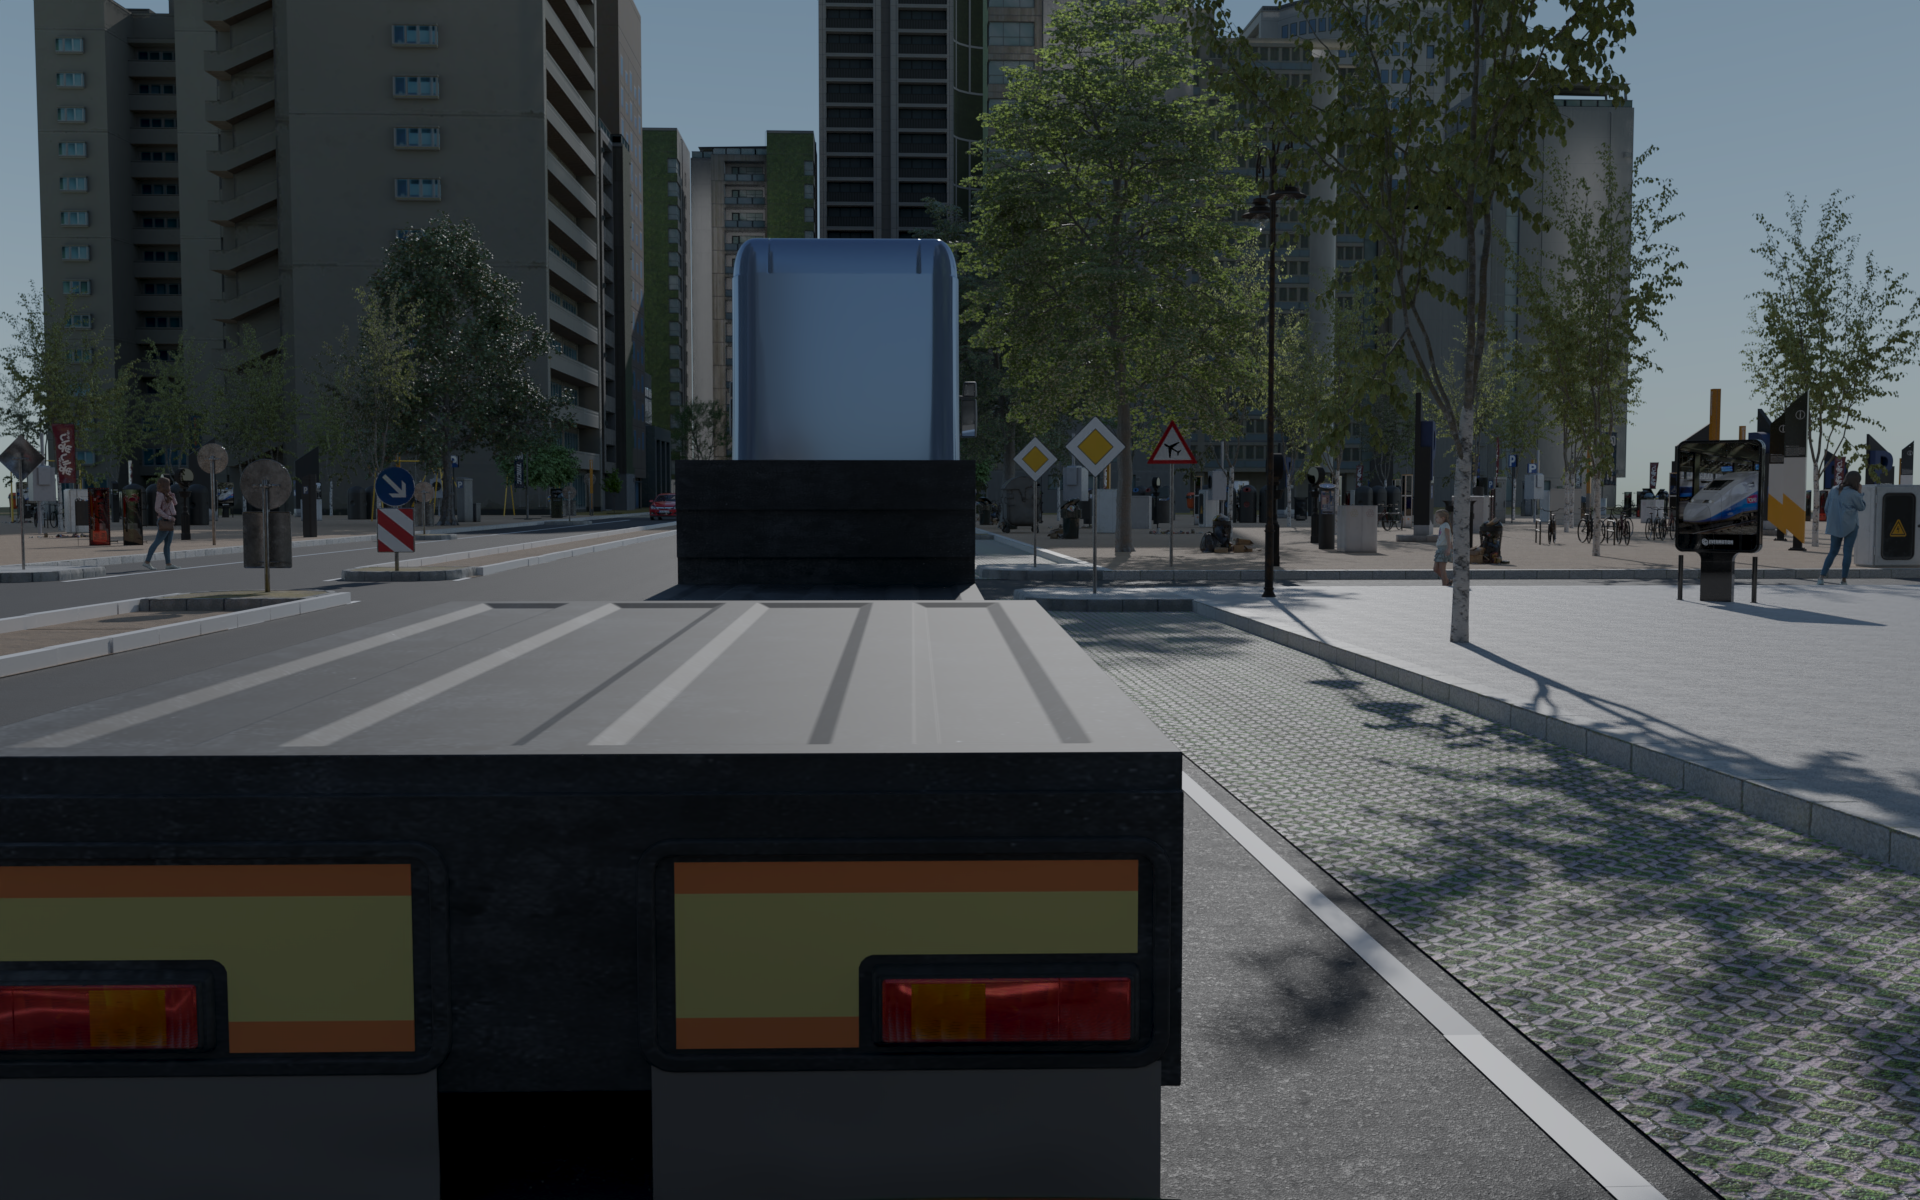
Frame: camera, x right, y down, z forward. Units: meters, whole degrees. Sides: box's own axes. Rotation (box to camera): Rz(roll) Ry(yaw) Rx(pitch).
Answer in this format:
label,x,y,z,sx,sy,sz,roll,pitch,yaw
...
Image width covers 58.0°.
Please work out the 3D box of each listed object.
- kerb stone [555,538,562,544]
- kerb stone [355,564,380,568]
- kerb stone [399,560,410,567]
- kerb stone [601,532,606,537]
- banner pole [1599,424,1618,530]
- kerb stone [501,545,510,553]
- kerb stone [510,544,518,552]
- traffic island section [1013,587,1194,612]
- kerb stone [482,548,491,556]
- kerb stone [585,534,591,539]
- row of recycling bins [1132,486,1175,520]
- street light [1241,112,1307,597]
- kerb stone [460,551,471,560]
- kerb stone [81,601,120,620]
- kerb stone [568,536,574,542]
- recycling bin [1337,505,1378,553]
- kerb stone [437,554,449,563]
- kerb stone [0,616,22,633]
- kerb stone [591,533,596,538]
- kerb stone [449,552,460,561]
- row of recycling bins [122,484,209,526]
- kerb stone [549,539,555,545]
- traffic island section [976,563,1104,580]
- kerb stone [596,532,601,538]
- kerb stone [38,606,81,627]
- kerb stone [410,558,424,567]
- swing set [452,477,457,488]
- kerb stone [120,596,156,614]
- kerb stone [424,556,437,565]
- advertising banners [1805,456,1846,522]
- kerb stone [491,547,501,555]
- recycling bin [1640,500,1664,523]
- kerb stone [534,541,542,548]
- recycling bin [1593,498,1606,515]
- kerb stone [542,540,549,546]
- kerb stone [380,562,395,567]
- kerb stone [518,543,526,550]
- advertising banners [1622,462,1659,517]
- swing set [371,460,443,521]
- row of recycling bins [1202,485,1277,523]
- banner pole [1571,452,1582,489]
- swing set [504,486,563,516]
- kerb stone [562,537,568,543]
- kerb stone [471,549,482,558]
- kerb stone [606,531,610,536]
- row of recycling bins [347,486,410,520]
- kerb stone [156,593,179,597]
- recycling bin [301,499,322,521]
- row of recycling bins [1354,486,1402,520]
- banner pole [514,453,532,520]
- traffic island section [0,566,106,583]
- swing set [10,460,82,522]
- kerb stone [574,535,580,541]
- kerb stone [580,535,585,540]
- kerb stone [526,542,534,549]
label,x,y,z,sx,sy,sz,roll,pitch,yaw
kerb stone,-11.534,-1.651,49.191,0.120,0.150,1.000,0,4,-3
kerb stone,-10.554,-0.520,30.758,0.120,0.150,1.000,0,4,-3
kerb stone,-10.662,-0.649,32.806,0.120,0.150,1.000,0,4,-3
kerb stone,-11.964,-2.152,57.382,0.120,0.150,1.000,0,4,-3
banner pole,22.978,-4.380,61.637,0.863,3.779,0.401,0,4,-7
kerb stone,-11.150,-1.212,42.014,0.120,0.150,1.000,0,4,-3
kerb stone,-11.201,-1.275,43.048,0.120,0.150,1.000,0,4,-3
traffic island section,1.758,-0.005,22.369,2.009,0.180,2.903,0,4,-3
kerb stone,-11.043,-1.086,39.966,0.120,0.150,1.000,0,4,-3
kerb stone,-11.807,-1.965,54.319,0.120,0.150,1.000,0,4,-3
row of recycling bins,9.159,-4.780,85.264,1.069,1.692,3.534,-3,5,-44
street light,3.851,-2.975,21.423,0.468,5.910,1.993,0,4,-3
kerb stone,-10.934,-0.962,37.924,0.120,0.150,1.000,0,4,-3
kerb stone,-9.989,0.137,19.959,0.120,0.150,1.000,0,4,-3
kerb stone,-11.646,-1.773,51.245,0.120,0.150,1.000,0,4,-3
recycling bin,8.773,-1.573,38.267,0.722,1.027,0.722,0,4,-3
kerb stone,-10.823,-0.830,35.876,0.120,0.150,1.000,0,4,-3
kerb stone,-9.864,0.269,17.916,0.120,0.150,1.000,0,4,-3
kerb stone,-11.861,-2.027,55.341,0.120,0.150,1.000,0,4,-3
kerb stone,-10.877,-0.899,36.896,0.120,0.150,1.000,0,4,-3
row of recycling bins,-32.176,-3.864,70.281,1.069,1.692,3.534,2,4,35
kerb stone,-11.472,-1.588,48.167,0.120,0.150,1.000,0,4,-3
traffic island section,1.334,-0.493,30.343,2.009,0.180,2.903,0,4,-3
kerb stone,-11.920,-2.090,56.361,0.120,0.150,1.000,0,4,-3
kerb stone,-9.929,0.199,18.939,0.120,0.150,1.000,0,4,-3
kerb stone,-10.715,-0.711,33.827,0.120,0.150,1.000,0,4,-3
swing set,-30.855,-6.427,102.699,2.862,2.851,3.119,0,4,2
kerb stone,-10.037,0.074,20.981,0.120,0.150,1.000,0,4,-3
kerb stone,-10.764,-0.774,34.855,0.120,0.150,1.000,0,4,-3
advertising banners,40.302,-5.183,80.932,0.090,3.025,2.074,-3,5,-39
kerb stone,-11.099,-1.148,40.990,0.120,0.150,1.000,0,4,-3
recycling bin,30.463,-3.894,76.218,0.722,1.027,0.722,-3,4,-39
kerb stone,-11.360,-1.463,46.118,0.120,0.150,1.000,0,4,-3
recycling bin,38.651,-5.631,104.627,0.722,1.027,0.722,1,4,22
kerb stone,-11.419,-1.526,47.138,0.120,0.150,1.000,0,4,-3
kerb stone,-10.603,-0.586,31.781,0.120,0.150,1.000,0,4,-3
kerb stone,-11.268,-1.333,44.071,0.120,0.150,1.000,0,4,-3
advertising banners,37.538,-6.077,95.542,0.090,3.025,2.074,-3,5,-40
swing set,-25.800,-5.079,80.666,3.119,2.851,2.862,-2,4,-30
row of recycling bins,12.358,-4.289,77.235,3.534,1.692,1.069,0,4,8
banner pole,36.552,-6.901,102.849,0.863,3.779,0.401,0,4,-6
swing set,-25.085,-6.342,101.308,3.119,2.851,2.862,0,4,-2
kerb stone,-11.590,-1.714,50.211,0.120,0.150,1.000,0,4,-3
kerb stone,-10.978,-1.022,38.945,0.120,0.150,1.000,0,4,-3
kerb stone,-12.024,-2.212,58.407,0.120,0.150,1.000,0,4,-3
row of recycling bins,-29.477,-4.949,88.024,1.069,1.692,3.534,2,4,34
kerb stone,-10.081,0.016,22.006,0.120,0.150,1.000,0,4,-3
recycling bin,-30.984,-4.293,82.738,0.722,1.027,0.722,1,4,9
row of recycling bins,20.769,-4.750,84.776,3.534,1.692,1.069,-2,4,-33
banner pole,-21.735,-5.874,86.051,0.863,3.779,0.401,-1,4,-15
traffic island section,-15.933,-0.437,29.433,2.009,0.180,2.903,0,4,-3
swing set,-42.265,-5.030,79.866,3.119,2.851,2.862,-2,4,-28
kerb stone,-11.695,-1.839,52.266,0.120,0.150,1.000,0,4,-3
kerb stone,-11.749,-1.901,53.291,0.120,0.150,1.000,0,4,-3
kerb stone,-11.313,-1.400,45.092,0.120,0.150,1.000,0,4,-3
